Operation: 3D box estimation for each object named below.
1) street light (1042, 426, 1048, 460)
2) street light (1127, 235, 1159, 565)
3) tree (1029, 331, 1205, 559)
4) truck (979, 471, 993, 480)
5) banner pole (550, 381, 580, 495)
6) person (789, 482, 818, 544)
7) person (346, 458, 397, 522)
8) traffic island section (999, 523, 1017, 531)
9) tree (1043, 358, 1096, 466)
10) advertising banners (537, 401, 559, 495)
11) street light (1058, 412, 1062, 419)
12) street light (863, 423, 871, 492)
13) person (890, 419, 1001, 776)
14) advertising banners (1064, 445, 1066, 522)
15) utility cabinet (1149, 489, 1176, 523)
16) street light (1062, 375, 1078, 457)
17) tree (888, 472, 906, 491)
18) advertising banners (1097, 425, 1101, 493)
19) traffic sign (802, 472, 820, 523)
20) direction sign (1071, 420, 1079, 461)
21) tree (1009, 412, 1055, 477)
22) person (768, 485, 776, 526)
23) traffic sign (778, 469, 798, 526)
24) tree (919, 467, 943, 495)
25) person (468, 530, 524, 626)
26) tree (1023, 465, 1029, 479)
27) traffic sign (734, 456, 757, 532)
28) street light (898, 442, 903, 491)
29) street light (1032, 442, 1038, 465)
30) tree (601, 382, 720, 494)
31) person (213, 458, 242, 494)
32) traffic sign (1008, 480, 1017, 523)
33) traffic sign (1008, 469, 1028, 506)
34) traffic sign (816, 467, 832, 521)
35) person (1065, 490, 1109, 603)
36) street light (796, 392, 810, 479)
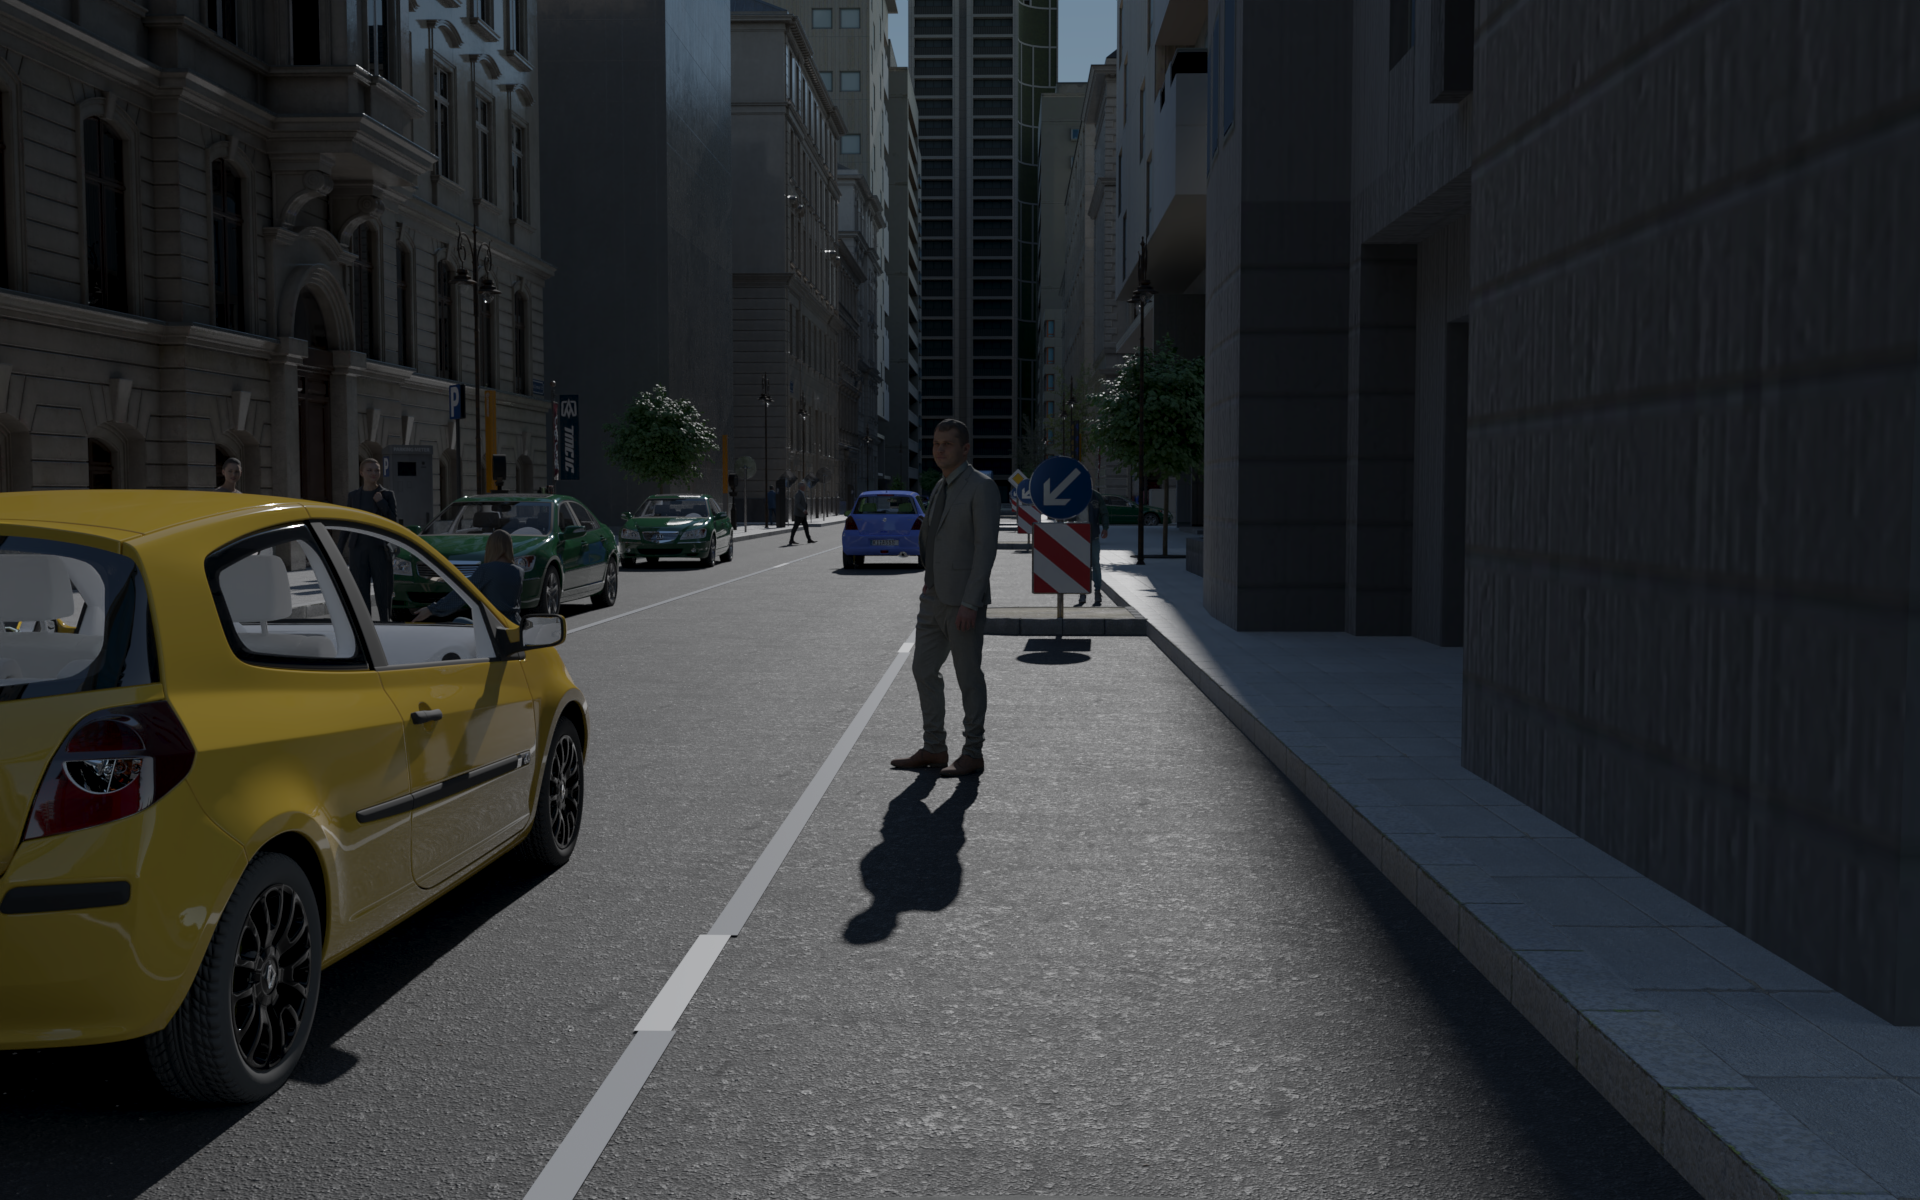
[{"bbox_3d":[5.628,-8.684,114.775,0.468,5.910,1.993,0,4,2],"label":"street light"},{"bbox_3d":[3.276,-3.574,31.225,0.468,5.910,1.993,0,4,2],"label":"street light"},{"bbox_3d":[4.193,-3.130,34.896,4.285,4.588,4.351,0,3,0],"label":"tree"},{"bbox_3d":[2.573,-12.476,193.748,2.967,4.110,18.799,0,4,1],"label":"truck"},{"bbox_3d":[-8.802,-2.961,38.430,0.863,3.779,0.401,1,4,15],"label":"banner pole"},{"bbox_3d":[-4.496,-2.494,49.680,0.834,1.777,0.661,0,4,-5],"label":"person"},{"bbox_3d":[-5.684,-0.473,16.662,0.576,1.772,0.534,-2,4,-26],"label":"person"},{"bbox_3d":[2.312,-2.819,68.379,2.009,0.180,2.903,0,4,2],"label":"traffic island section"},{"bbox_3d":[6.384,-8.827,94.684,4.737,8.622,4.395,0,3,0],"label":"tree"},{"bbox_3d":[-7.646,-2.206,32.261,0.090,3.025,2.074,0,4,-3],"label":"advertising banners"},{"bbox_3d":[4.703,-6.470,78.576,0.468,5.910,1.993,0,4,2],"label":"street light"},{"bbox_3d":[-6.010,-8.565,112.828,0.468,5.910,1.993,0,4,2],"label":"street light"},{"bbox_3d":[-0.028,-0.018,8.901,0.391,1.810,0.635,-3,4,-39],"label":"person"},{"bbox_3d":[3.723,-3.999,61.567,0.090,3.025,2.074,0,4,3],"label":"advertising banners"},{"bbox_3d":[8.918,-4.139,76.352,1.173,1.500,0.318,-1,4,-19],"label":"utility cabinet"},{"bbox_3d":[4.342,-5.798,67.592,0.468,5.910,1.993,0,4,2],"label":"street light"},{"bbox_3d":[-5.591,-9.642,152.250,1.663,3.219,1.824,0,3,0],"label":"tree"},{"bbox_3d":[3.530,-2.935,44.178,0.090,3.025,2.074,0,4,4],"label":"advertising banners"},{"bbox_3d":[-6.583,-4.459,76.553,0.795,2.450,0.064,0,4,2],"label":"traffic sign"},{"bbox_3d":[3.540,-3.755,53.395,0.379,3.537,0.876,-1,4,-12],"label":"direction sign"},{"bbox_3d":[6.494,-12.487,154.523,4.360,8.622,3.978,0,3,0],"label":"tree"},{"bbox_3d":[-7.866,-3.932,72.974,0.721,1.800,0.419,0,4,3],"label":"person"},{"bbox_3d":[-6.802,-3.971,68.571,0.795,2.450,0.064,0,4,2],"label":"traffic sign"},{"bbox_3d":[-3.455,-13.743,208.415,4.285,4.588,4.351,0,3,0],"label":"tree"},{"bbox_3d":[-3.808,0.019,13.693,1.012,1.151,0.738,-3,5,-41],"label":"person"},{"bbox_3d":[7.099,-10.774,159.873,4.285,4.588,4.351,0,3,0],"label":"tree"},{"bbox_3d":[-7.196,-3.544,58.046,0.768,2.556,0.104,0,4,3],"label":"traffic sign"},{"bbox_3d":[-5.052,-10.744,148.457,0.468,5.910,1.993,0,4,2],"label":"street light"},{"bbox_3d":[6.537,-10.889,150.820,0.468,5.910,1.993,0,4,2],"label":"street light"},{"bbox_3d":[-8.668,-4.079,50.403,4.285,4.588,4.351,0,3,0],"label":"tree"},{"bbox_3d":[-7.045,-0.484,16.747,0.374,1.781,0.599,1,4,13],"label":"person"},{"bbox_3d":[2.507,-4.443,76.284,0.795,2.450,0.064,0,4,2],"label":"traffic sign"},{"bbox_3d":[2.289,-3.955,68.302,0.795,2.450,0.064,0,4,2],"label":"traffic sign"},{"bbox_3d":[-6.520,-5.062,82.876,0.768,2.556,0.104,0,4,8],"label":"traffic sign"},{"bbox_3d":[1.646,-0.859,22.895,0.623,1.781,0.721,0,4,-1],"label":"person"},{"bbox_3d":[-6.982,-6.384,77.168,0.468,5.910,1.993,0,4,2],"label":"street light"}]
